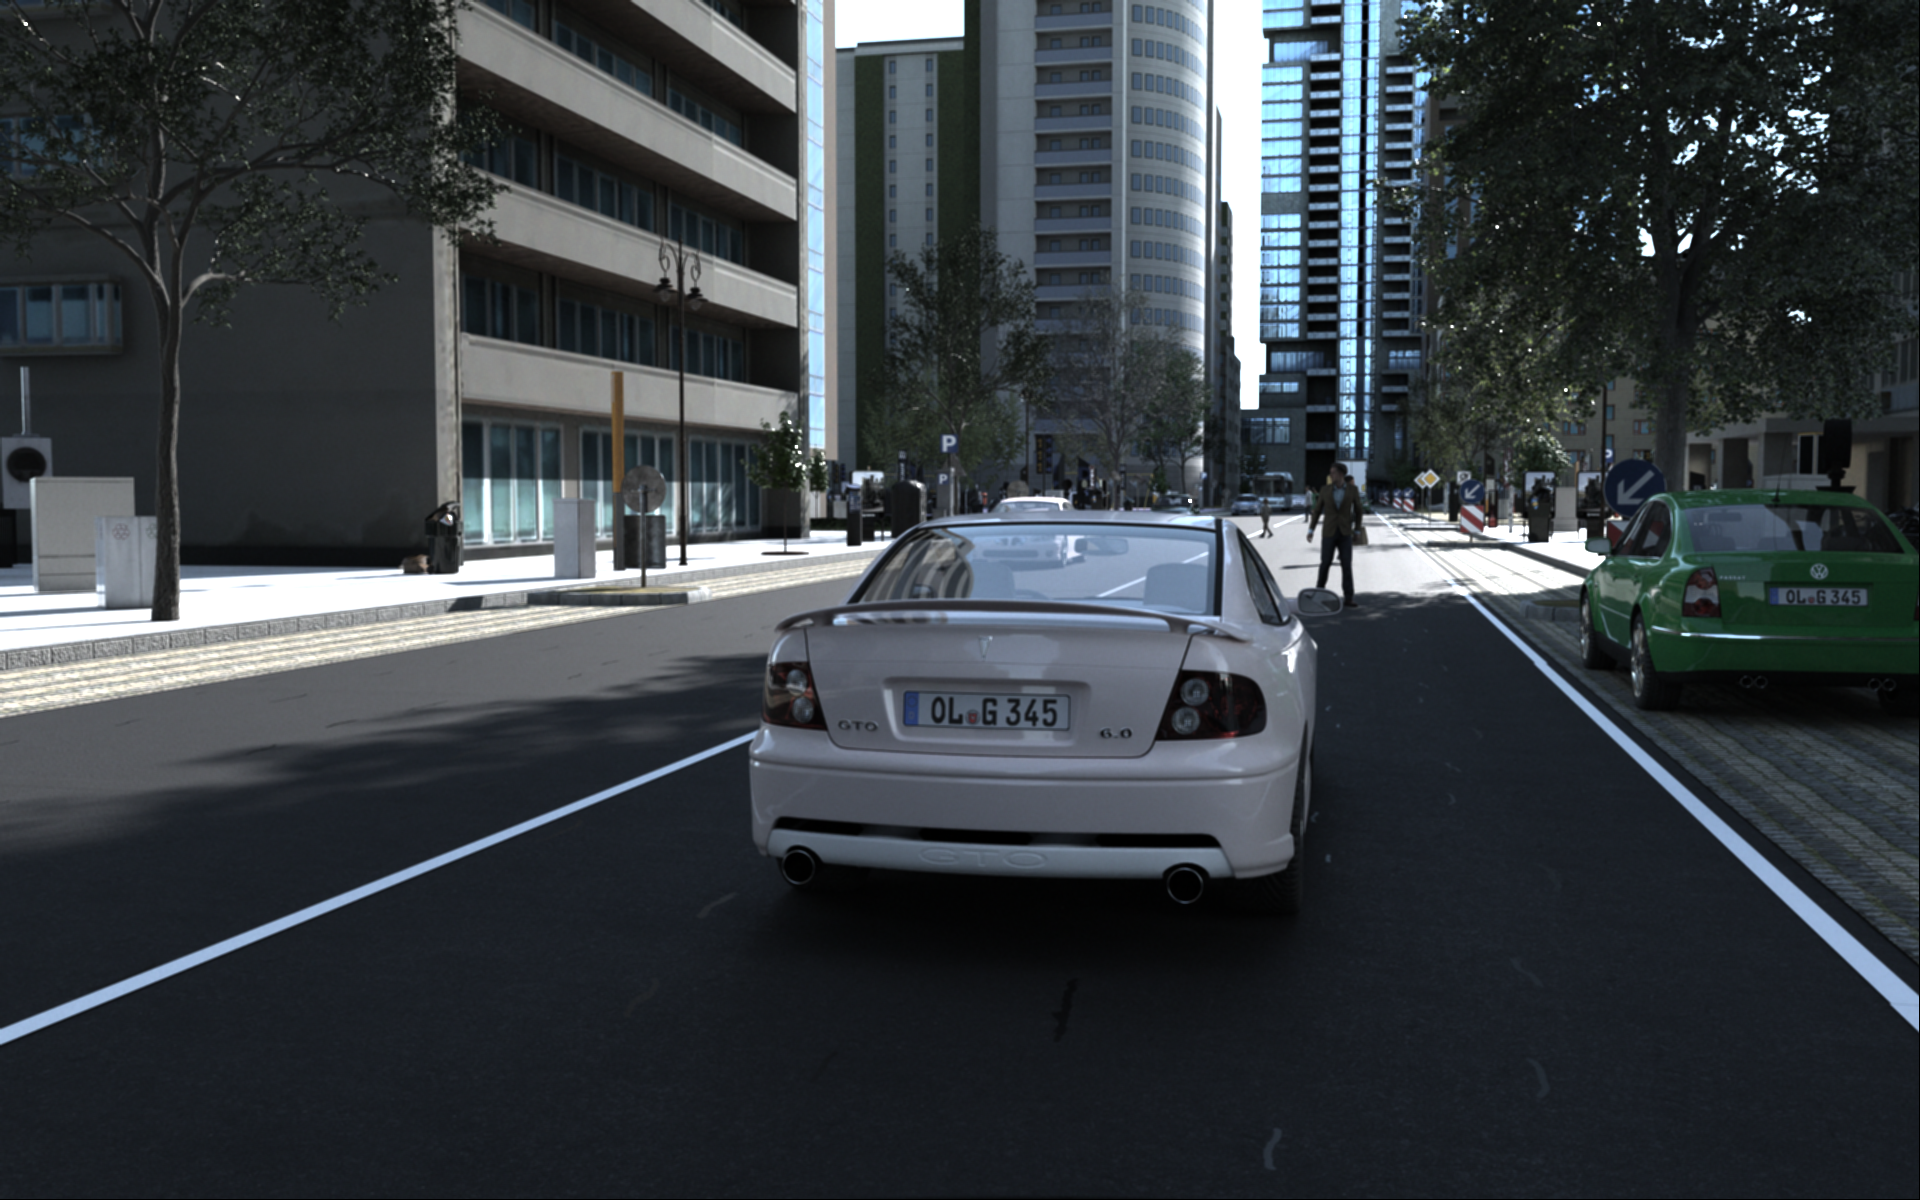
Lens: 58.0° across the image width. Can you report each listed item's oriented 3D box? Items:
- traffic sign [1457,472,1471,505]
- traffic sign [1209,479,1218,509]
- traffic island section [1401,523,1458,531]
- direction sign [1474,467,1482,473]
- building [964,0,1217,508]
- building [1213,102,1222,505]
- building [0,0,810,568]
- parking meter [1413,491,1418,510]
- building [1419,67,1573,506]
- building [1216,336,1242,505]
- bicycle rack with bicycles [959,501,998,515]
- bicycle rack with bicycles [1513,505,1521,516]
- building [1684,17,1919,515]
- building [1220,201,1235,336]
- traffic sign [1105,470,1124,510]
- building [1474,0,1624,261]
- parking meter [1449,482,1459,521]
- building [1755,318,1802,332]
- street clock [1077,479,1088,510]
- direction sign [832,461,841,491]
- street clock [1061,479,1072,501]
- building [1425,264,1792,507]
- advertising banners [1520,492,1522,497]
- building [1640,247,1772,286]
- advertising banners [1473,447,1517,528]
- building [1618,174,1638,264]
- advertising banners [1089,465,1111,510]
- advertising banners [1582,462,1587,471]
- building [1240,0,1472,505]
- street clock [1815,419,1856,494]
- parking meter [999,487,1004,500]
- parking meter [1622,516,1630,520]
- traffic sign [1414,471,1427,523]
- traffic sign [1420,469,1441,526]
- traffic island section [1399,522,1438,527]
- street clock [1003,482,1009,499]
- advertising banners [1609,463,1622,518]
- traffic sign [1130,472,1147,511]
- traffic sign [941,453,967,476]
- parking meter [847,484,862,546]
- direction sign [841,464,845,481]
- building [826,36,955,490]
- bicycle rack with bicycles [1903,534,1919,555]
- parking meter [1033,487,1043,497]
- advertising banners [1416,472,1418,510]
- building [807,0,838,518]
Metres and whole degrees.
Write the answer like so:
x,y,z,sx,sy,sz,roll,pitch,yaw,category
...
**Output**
x,y,z,sx,sy,sz,roll,pitch,yaw,category
22.543,-4.612,77.532,0.606,2.300,0.079,1,4,16,traffic sign
21.574,-9.017,147.537,0.768,2.556,0.104,1,4,13,traffic sign
18.657,-2.841,68.727,2.009,0.180,2.903,1,4,13,traffic island section
42.389,-9.191,142.274,0.876,3.537,0.379,0,4,4,direction sign
13.262,-38.367,169.305,21.231,58.520,28.212,1,4,13,building
21.117,-33.024,190.058,14.600,45.320,14.200,1,4,13,building
-17.086,-25.531,41.141,21.300,48.544,21.600,1,4,13,building
36.783,-8.036,139.795,0.372,1.533,0.369,0,3,0,parking meter
55.932,-32.523,181.858,14.600,45.320,14.200,1,4,13,building
19.579,-22.698,216.147,28.899,21.520,27.650,1,4,13,building
1.115,-4.812,92.055,2.852,0.926,2.925,0,4,-4,bicycle rack with bicycles
31.745,-5.390,101.504,2.852,0.926,2.925,0,4,1,bicycle rack with bicycles
35.219,-21.294,40.035,32.217,40.220,23.993,1,4,13,building
31.274,-34.335,244.968,14.086,41.232,14.154,1,4,13,building
6.357,-4.148,71.469,0.795,2.450,0.064,1,4,13,traffic sign
65.054,-54.375,201.701,22.319,86.520,31.000,1,4,13,building
23.177,-4.621,81.270,0.399,1.863,0.255,-2,4,-29,parking meter
108.091,-21.423,195.307,28.899,21.520,27.650,1,4,13,building
6.056,-4.940,85.333,0.358,2.002,0.471,3,5,44,street clock
-7.433,-6.716,101.805,0.379,3.537,0.876,0,4,5,direction sign
5.159,-4.840,83.702,0.471,2.002,0.358,-1,4,-22,street clock
58.063,-19.266,160.039,27.650,21.520,28.899,1,4,13,building
37.260,-7.345,116.276,2.074,3.025,0.090,-2,4,-27,advertising banners
88.747,-26.618,206.905,14.107,30.474,14.160,1,4,13,building
20.177,-4.244,65.576,0.090,3.025,2.074,-2,4,-27,advertising banners
79.983,-37.571,237.980,21.600,48.544,21.300,1,4,13,building
8.564,-6.717,106.011,2.074,3.025,0.090,-3,5,-45,advertising banners
33.531,-6.015,94.537,0.090,3.025,2.074,-2,4,-26,advertising banners
54.261,-56.901,242.996,31.000,86.520,22.319,1,4,13,building
8.499,-0.750,16.828,0.358,2.002,0.471,2,4,24,street clock
3.371,-8.157,139.085,0.255,1.863,0.399,-3,5,-39,parking meter
30.309,-4.302,78.746,0.372,1.533,0.369,0,3,0,parking meter
20.410,-4.452,76.440,0.795,2.450,0.064,1,4,13,traffic sign
18.632,-3.976,68.655,0.795,2.450,0.064,1,4,13,traffic sign
20.435,-3.317,76.512,2.009,0.180,2.903,1,4,13,traffic island section
2.758,-6.052,103.512,0.358,2.002,0.471,1,4,16,street clock
35.349,-5.929,93.128,2.074,3.025,0.090,-3,5,-40,advertising banners
8.135,-4.625,79.254,0.795,2.450,0.064,1,4,13,traffic sign
-0.237,-3.135,51.266,0.884,2.594,0.081,1,4,13,traffic sign
-2.611,-2.101,42.757,0.372,1.533,0.369,0,3,0,parking meter
-9.031,-8.429,129.804,0.876,3.537,0.379,-1,4,-14,direction sign
-8.650,-41.720,224.127,28.212,58.520,21.231,1,4,13,building
15.053,-0.934,28.651,2.852,0.926,2.925,-1,4,-14,bicycle rack with bicycles
2.987,-3.545,66.376,0.372,1.533,0.369,0,3,0,parking meter
35.828,-8.545,135.901,0.090,3.025,2.074,1,4,19,advertising banners
-13.644,-25.507,67.148,14.200,45.320,14.600,1,4,13,building
